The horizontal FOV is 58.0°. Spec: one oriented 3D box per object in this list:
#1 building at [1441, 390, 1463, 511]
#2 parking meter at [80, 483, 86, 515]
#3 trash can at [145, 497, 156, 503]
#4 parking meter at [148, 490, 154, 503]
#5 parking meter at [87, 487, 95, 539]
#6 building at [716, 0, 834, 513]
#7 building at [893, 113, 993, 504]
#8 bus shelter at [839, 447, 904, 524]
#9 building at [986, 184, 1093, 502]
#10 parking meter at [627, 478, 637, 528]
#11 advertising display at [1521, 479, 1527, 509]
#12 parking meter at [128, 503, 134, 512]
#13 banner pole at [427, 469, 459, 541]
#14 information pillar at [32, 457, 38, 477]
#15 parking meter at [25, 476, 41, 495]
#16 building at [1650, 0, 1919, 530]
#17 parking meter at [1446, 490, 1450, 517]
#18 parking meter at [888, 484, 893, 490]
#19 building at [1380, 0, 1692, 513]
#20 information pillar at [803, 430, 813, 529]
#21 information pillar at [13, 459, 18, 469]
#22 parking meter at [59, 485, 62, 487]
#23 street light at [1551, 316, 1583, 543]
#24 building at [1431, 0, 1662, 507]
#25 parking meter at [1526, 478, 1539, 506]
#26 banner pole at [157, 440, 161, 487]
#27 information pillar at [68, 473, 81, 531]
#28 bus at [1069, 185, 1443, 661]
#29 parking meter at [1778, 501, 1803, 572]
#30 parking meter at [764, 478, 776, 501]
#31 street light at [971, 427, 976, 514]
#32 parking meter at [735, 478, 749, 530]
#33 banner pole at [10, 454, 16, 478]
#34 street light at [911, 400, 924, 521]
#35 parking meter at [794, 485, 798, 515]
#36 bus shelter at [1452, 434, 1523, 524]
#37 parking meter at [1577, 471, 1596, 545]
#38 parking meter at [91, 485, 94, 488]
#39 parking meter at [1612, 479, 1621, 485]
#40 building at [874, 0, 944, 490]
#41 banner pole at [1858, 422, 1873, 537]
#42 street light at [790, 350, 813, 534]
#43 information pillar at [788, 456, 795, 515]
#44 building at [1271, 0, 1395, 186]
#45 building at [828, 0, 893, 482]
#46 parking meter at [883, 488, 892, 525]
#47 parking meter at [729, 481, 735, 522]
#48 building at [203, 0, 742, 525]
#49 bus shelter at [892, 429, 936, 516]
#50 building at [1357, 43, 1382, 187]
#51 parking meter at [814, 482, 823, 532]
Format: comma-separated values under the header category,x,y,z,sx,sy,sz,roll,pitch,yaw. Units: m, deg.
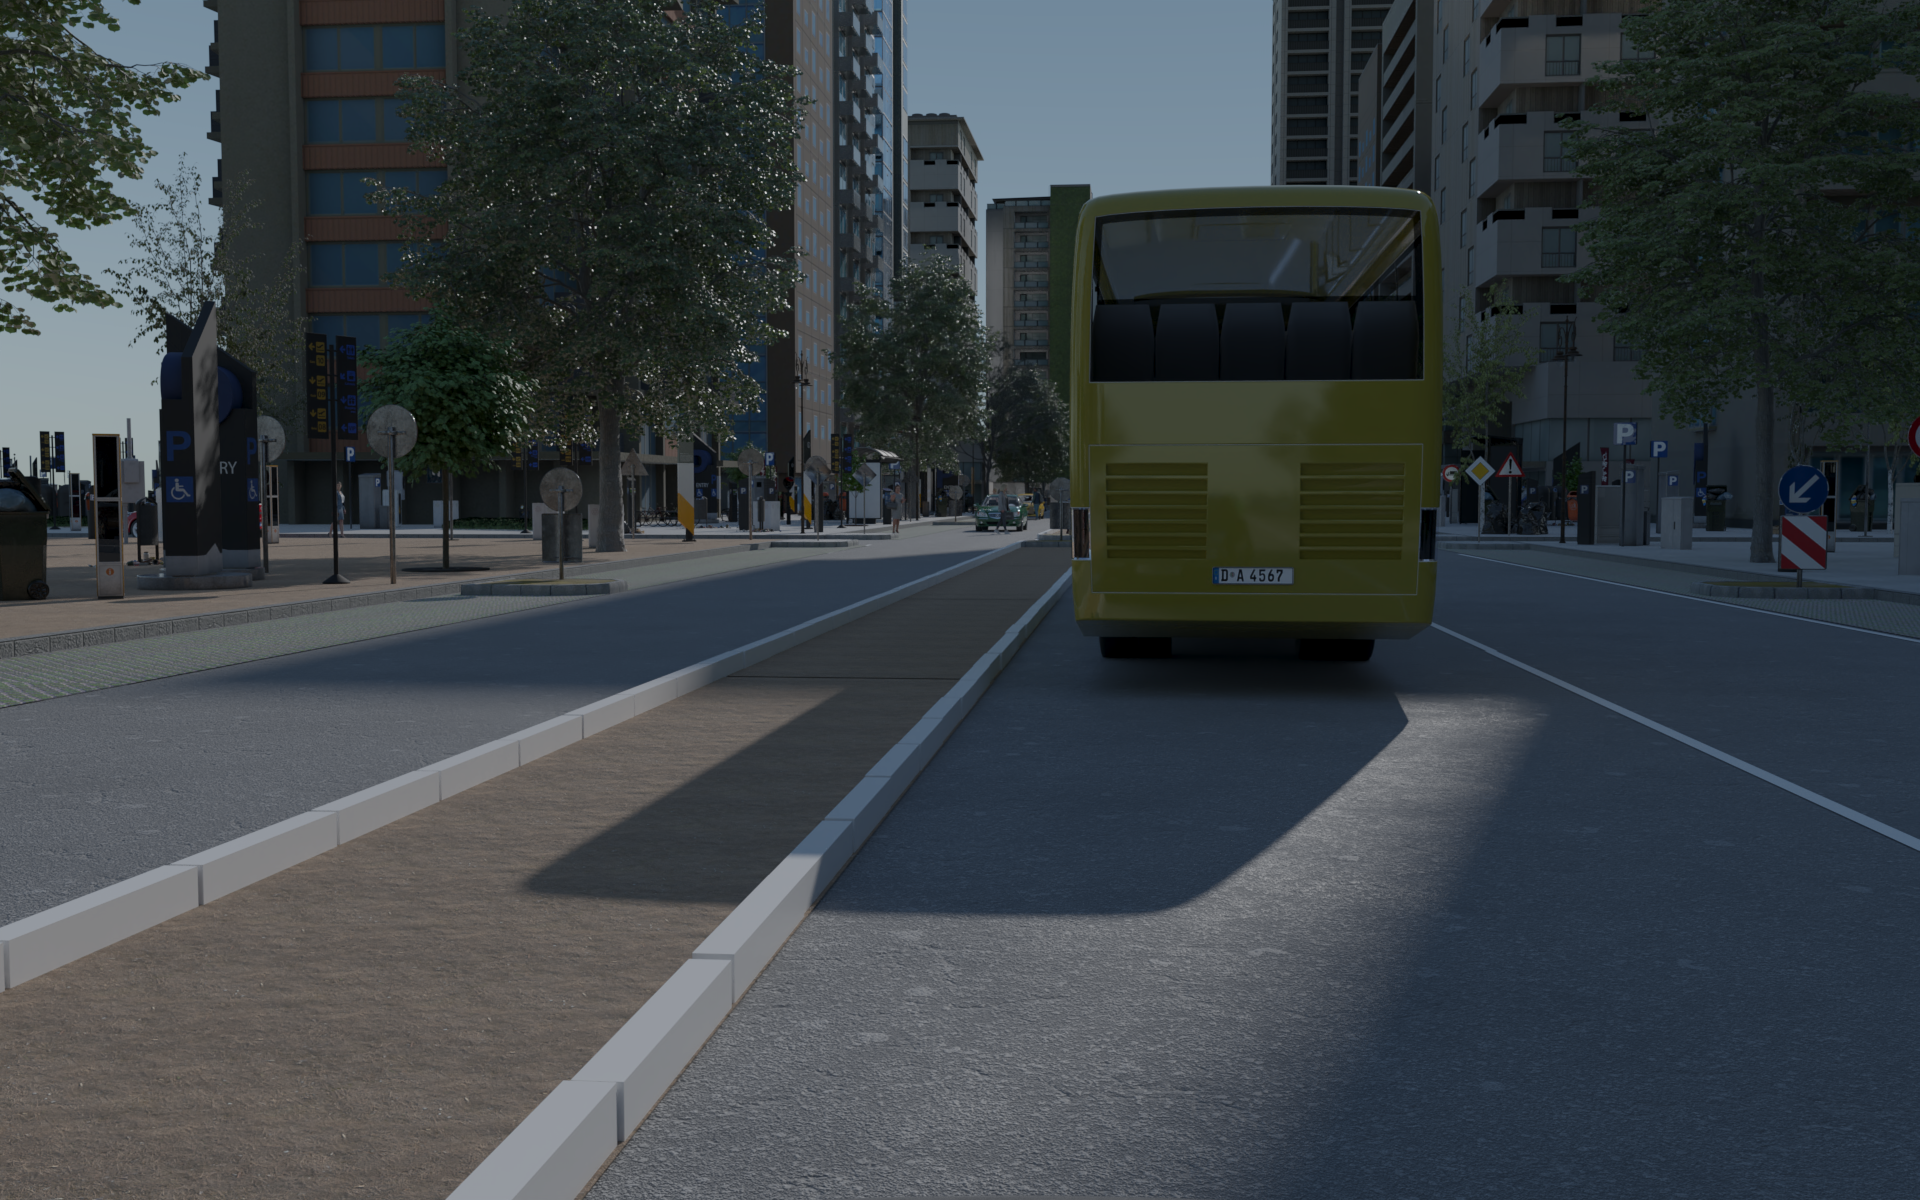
category,x,y,z,sx,sy,sz,roll,pitch,yaw
building,43.517,-22.143,133.743,14.160,30.474,14.107,0,4,6
parking meter,-45.553,-5.140,89.752,0.255,1.863,0.399,1,4,18
trash can,-47.330,-5.489,101.395,0.748,1.137,0.748,0,3,0
parking meter,-52.295,-6.335,111.983,0.372,1.533,0.369,0,3,0
parking meter,-24.638,-2.502,49.315,0.372,1.533,0.369,0,3,0
building,-16.906,-28.761,120.359,14.600,45.320,14.200,0,4,6
building,-9.503,-39.814,240.202,27.495,52.752,28.713,0,4,6
bus shelter,-3.859,-5.056,76.597,2.014,3.302,5.546,0,4,6
building,10.662,-33.502,231.344,14.086,41.232,14.154,0,4,6
parking meter,-11.632,-3.405,61.380,0.255,1.863,0.399,-2,4,-24
advertising display,24.120,-4.222,74.241,0.123,1.923,0.974,-1,4,-22
parking meter,-58.519,-6.960,122.203,0.372,1.533,0.369,0,3,0
banner pole,-14.296,-3.533,47.783,0.863,3.779,0.401,-1,4,-11
information pillar,-58.539,-7.237,109.678,0.183,3.616,0.504,0,4,1
parking meter,-13.475,-1.017,25.038,0.372,1.533,0.369,0,3,0
building,40.533,-27.289,69.871,21.600,48.544,21.300,0,4,6
parking meter,27.127,-5.352,95.912,0.372,1.533,0.369,0,3,0
parking meter,-4.169,-6.069,104.935,0.399,1.863,0.255,3,5,45
building,48.860,-32.255,151.067,21.300,48.544,21.600,0,4,6
information pillar,-5.570,-4.381,62.985,0.183,3.616,0.504,2,4,28
information pillar,-63.847,-7.688,117.057,0.183,3.616,0.504,1,4,14
parking meter,-55.662,-6.222,107.438,0.399,1.863,0.255,-2,4,-33
street light,15.720,-4.417,45.012,0.468,5.910,1.993,0,4,6
building,45.264,-31.727,107.974,28.713,52.752,27.495,0,4,6
parking meter,20.650,-3.473,62.491,0.399,1.863,0.255,1,4,12
banner pole,-32.481,-4.944,70.849,0.863,3.779,0.401,2,4,25
information pillar,-30.873,-3.420,60.417,0.304,2.012,0.304,-3,4,-38
bus,2.744,-1.608,17.837,2.896,3.916,12.252,0,4,7
parking meter,13.669,-1.227,28.474,0.372,1.533,0.369,0,3,0
parking meter,-7.116,-3.615,64.816,0.399,1.863,0.255,-3,5,-40
street light,0.849,-8.495,111.676,0.468,5.910,1.993,0,4,6
parking meter,-7.636,-3.397,61.258,0.399,1.863,0.255,1,4,11
banner pole,-58.646,-7.166,107.174,0.863,3.779,0.401,1,4,13
street light,-2.079,-6.788,83.765,0.468,5.910,1.993,0,4,6
parking meter,-10.261,-6.253,107.948,0.255,1.863,0.399,-1,4,-9
bus shelter,21.412,-4.842,70.447,1.731,3.624,6.357,0,4,6
parking meter,15.841,-2.331,43.830,0.255,1.863,0.399,-3,5,-41
parking meter,-55.942,-6.485,111.739,0.399,1.863,0.255,3,5,41
parking meter,26.305,-3.896,69.403,0.255,1.863,0.399,-1,4,-10
building,-17.960,-53.374,185.338,31.000,86.520,22.319,0,4,6
banner pole,27.092,-3.773,51.699,0.401,3.779,0.863,2,4,26
street light,-5.088,-5.081,55.863,0.468,5.910,1.993,0,4,6
information pillar,-10.437,-7.082,107.139,0.183,3.616,0.504,3,4,38
building,52.209,-48.425,230.001,20.611,71.187,20.563,0,4,6
building,-18.677,-32.271,147.237,23.786,49.044,30.456,0,4,6
parking meter,-3.058,-3.936,72.766,0.372,1.533,0.369,0,3,0
parking meter,-10.356,-4.490,79.119,0.255,1.863,0.399,-2,4,-34
building,-23.278,-26.281,84.316,22.147,44.769,28.867,0,4,6
bus shelter,-2.628,-7.630,102.377,2.179,5.291,8.768,0,4,6
building,46.612,-31.759,169.366,14.600,45.320,14.200,0,4,6
parking meter,-4.744,-3.203,58.075,0.255,1.863,0.399,-1,4,-17
